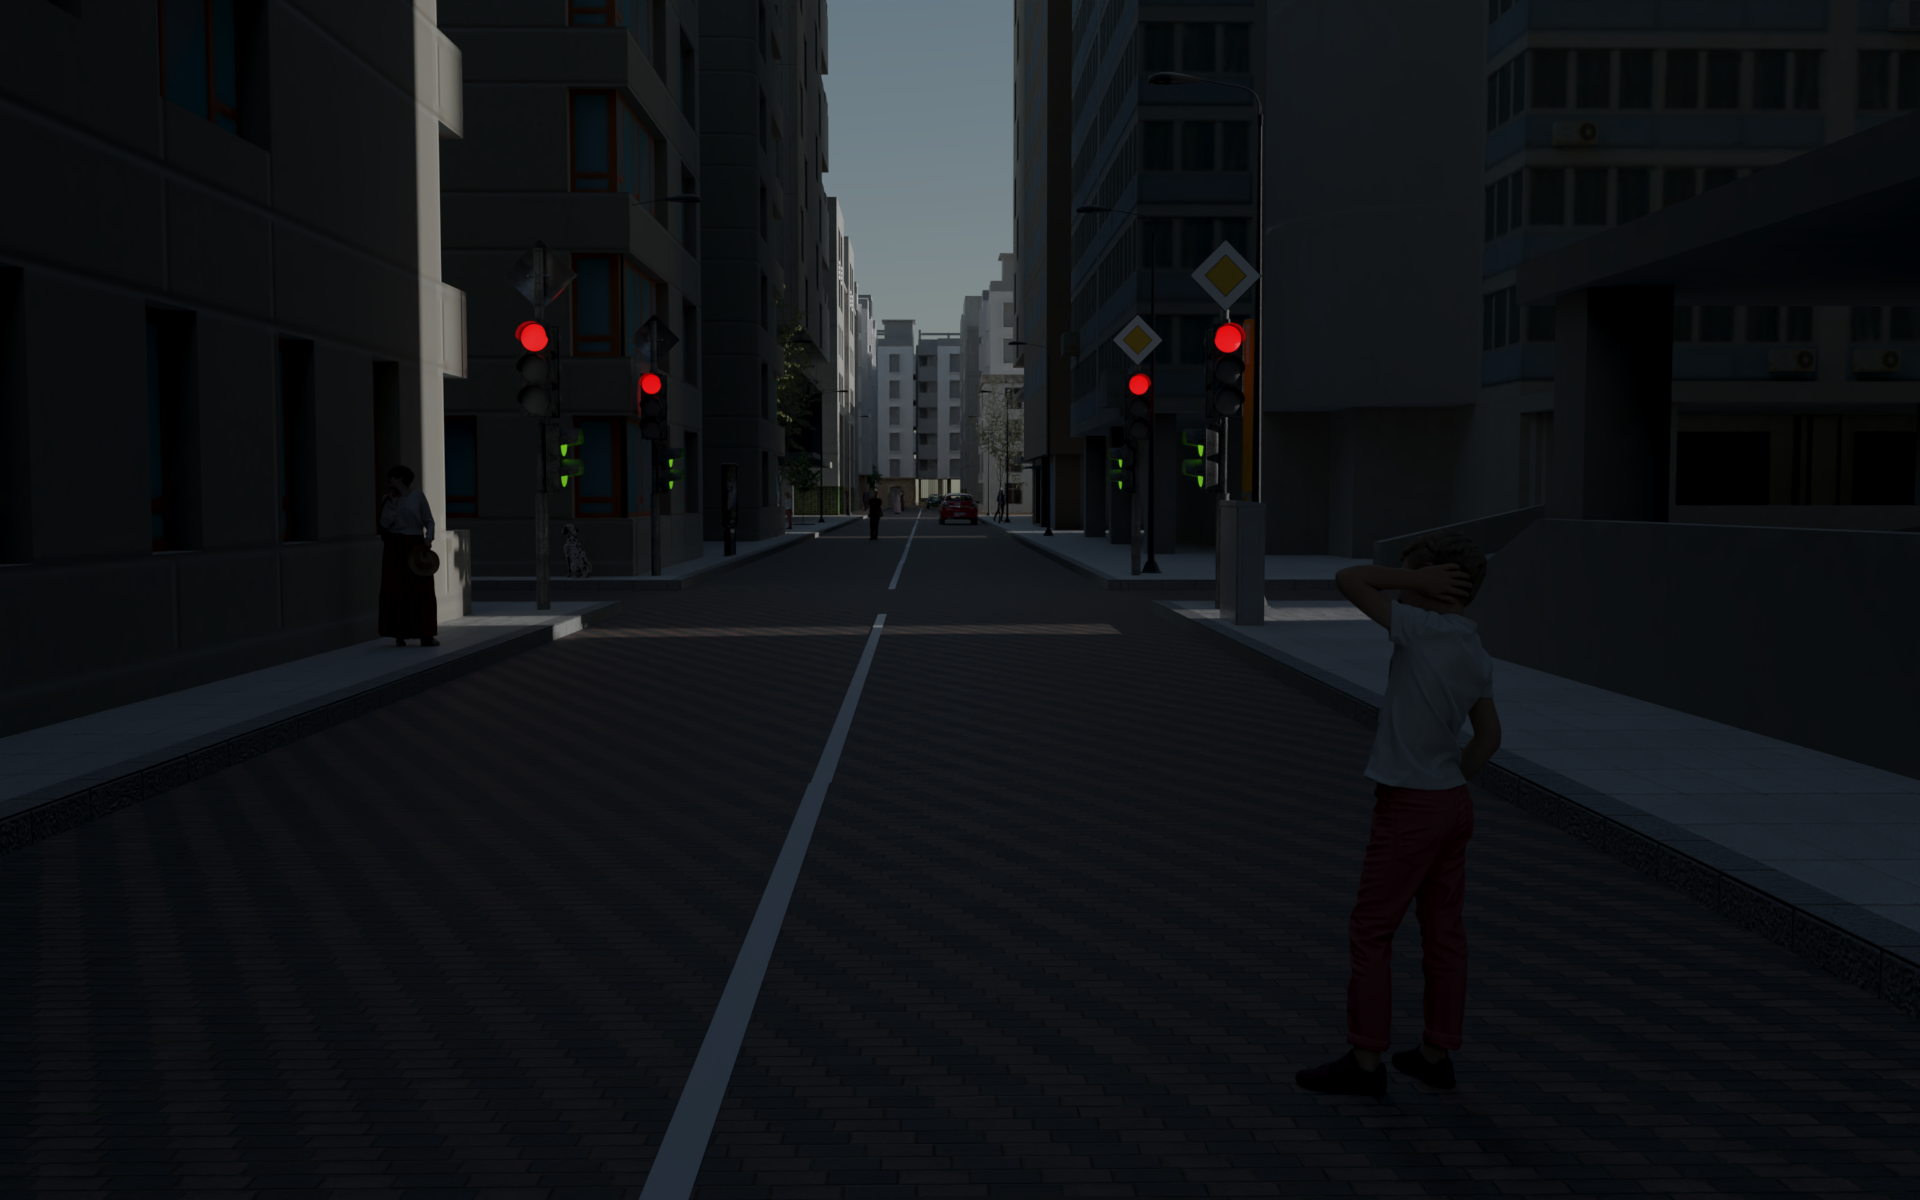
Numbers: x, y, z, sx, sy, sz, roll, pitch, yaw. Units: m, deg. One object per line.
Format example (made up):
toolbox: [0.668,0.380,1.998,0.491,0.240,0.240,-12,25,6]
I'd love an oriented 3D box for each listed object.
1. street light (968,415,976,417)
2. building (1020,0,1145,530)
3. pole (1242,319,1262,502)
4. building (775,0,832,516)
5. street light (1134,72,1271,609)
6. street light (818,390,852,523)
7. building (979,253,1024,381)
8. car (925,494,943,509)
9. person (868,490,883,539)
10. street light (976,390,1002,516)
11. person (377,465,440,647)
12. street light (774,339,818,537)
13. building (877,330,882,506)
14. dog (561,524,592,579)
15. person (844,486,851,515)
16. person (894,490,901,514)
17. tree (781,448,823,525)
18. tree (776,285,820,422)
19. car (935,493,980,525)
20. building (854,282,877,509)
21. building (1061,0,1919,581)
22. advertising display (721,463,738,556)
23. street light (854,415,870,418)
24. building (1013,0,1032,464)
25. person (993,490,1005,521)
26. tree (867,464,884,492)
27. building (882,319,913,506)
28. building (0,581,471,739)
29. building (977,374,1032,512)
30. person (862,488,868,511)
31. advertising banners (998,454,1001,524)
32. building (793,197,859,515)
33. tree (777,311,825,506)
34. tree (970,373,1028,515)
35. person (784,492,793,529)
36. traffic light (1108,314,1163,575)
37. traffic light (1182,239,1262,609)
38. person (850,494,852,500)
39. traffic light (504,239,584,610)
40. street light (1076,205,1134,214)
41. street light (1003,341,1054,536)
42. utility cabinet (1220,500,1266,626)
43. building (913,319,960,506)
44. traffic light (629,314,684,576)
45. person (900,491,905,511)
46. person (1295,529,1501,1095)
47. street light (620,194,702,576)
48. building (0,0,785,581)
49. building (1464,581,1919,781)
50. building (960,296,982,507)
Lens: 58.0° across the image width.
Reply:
street light: [1.168,-7.941,102.375,1.470,5.913,1.316,0,4,-1]
building: [9.794,-25.492,66.902,14.600,45.320,14.200,0,4,-1]
pole: [3.424,-1.620,20.335,0.158,3.312,0.155,0,3,0]
building: [-20.548,-30.365,85.699,28.713,52.752,27.495,0,4,-1]
street light: [2.771,-2.858,19.262,1.470,5.913,1.316,0,4,-1]
street light: [-5.659,-6.410,77.351,1.470,5.913,1.316,0,4,-1]
building: [9.607,-17.456,141.820,16.016,20.091,11.380,0,4,-1]
car: [-2.342,-9.605,168.836,2.131,1.459,4.920,0,4,-2]
person: [-2.658,-2.686,54.688,0.482,1.546,0.388,0,4,-3]
street light: [1.582,-6.426,77.602,1.470,5.913,1.316,0,4,-1]
person: [-4.640,-0.371,14.579,0.523,1.526,0.387,0,4,-6]
street light: [-5.137,-4.861,52.018,1.470,5.913,1.316,0,4,-1]
building: [-13.892,-19.224,170.727,11.380,20.091,16.016,0,4,-1]
dog: [-5.895,-0.739,26.461,0.513,0.831,0.800,0,4,-4]
person: [-6.818,-6.102,106.338,0.721,1.766,1.217,0,4,0]
person: [-4.520,-7.034,124.175,0.621,1.740,0.551,-1,4,-19]
tree: [-6.419,-4.733,71.979,1.663,3.219,1.824,0,3,0]
tree: [-6.873,-6.619,58.590,4.737,8.622,4.395,0,3,0]
car: [-0.102,-4.507,82.731,2.155,1.783,4.494,0,4,-2]
building: [-15.699,-18.082,152.065,16.016,20.091,11.380,0,4,-1]
building: [15.082,-21.395,41.690,23.993,40.220,32.217,0,4,-1]
advertising display: [-4.794,-1.887,36.073,0.123,1.923,0.974,0,4,5]
street light: [-5.995,-7.926,102.126,1.470,5.913,1.316,0,4,-1]
building: [16.731,-30.482,87.619,28.713,52.752,27.495,0,4,-1]
person: [1.896,-4.436,81.258,0.574,1.496,0.600,-1,4,-15]
tree: [-8.746,-10.812,160.497,4.285,4.588,4.351,0,3,0]
building: [-10.623,-20.651,194.056,11.380,20.091,16.016,0,4,-1]
building: [-19.396,-9.707,3.753,28.899,21.520,27.650,0,4,-1]
building: [6.104,-10.987,121.780,9.099,9.664,28.070,0,4,-1]
person: [-7.208,-7.628,131.672,0.541,1.710,0.530,-3,5,-41]
advertising banners: [1.739,-4.858,75.610,0.090,3.025,2.074,0,4,3]
building: [-15.984,-15.438,118.874,16.747,18.905,31.486,0,4,-1]
tree: [-6.975,-7.050,65.622,4.360,8.622,3.978,0,3,0]
tree: [2.539,-9.476,105.295,4.360,8.622,3.978,0,3,0]
person: [-6.253,-3.260,63.250,0.435,1.345,0.340,3,5,40]
traffic light: [2.760,-2.345,27.261,0.839,4.253,0.868,0,4,-1]
traffic light: [2.912,-1.857,19.277,0.839,4.253,0.868,0,4,-1]
person: [-6.882,-6.192,108.009,0.721,1.735,1.217,-1,4,-12]
traffic light: [-4.607,-1.847,19.119,0.839,4.253,0.868,0,4,-1]
street light: [2.568,-3.392,28.005,1.470,5.913,1.316,0,4,-1]
street light: [2.165,-4.907,52.778,1.470,5.913,1.316,0,4,-1]
utility cabinet: [2.833,-0.379,17.359,0.306,1.237,1.020,0,4,0]
building: [0.757,-20.656,194.153,11.380,20.091,16.016,0,4,-1]
traffic light: [-4.759,-2.335,27.102,0.839,4.253,0.868,0,4,-1]
person: [-4.833,-8.224,143.764,0.445,1.727,0.742,0,4,-5]
person: [1.070,0.502,4.207,0.340,1.345,0.435,3,5,43]
street light: [-4.706,-3.330,26.994,1.470,5.913,1.316,0,4,-1]
building: [-19.175,-11.950,40.426,27.650,21.520,28.899,0,4,-1]
building: [20.401,-19.262,6.818,32.217,40.220,23.993,0,4,-1]
building: [8.668,-18.152,163.236,16.747,18.905,31.486,0,4,-1]
